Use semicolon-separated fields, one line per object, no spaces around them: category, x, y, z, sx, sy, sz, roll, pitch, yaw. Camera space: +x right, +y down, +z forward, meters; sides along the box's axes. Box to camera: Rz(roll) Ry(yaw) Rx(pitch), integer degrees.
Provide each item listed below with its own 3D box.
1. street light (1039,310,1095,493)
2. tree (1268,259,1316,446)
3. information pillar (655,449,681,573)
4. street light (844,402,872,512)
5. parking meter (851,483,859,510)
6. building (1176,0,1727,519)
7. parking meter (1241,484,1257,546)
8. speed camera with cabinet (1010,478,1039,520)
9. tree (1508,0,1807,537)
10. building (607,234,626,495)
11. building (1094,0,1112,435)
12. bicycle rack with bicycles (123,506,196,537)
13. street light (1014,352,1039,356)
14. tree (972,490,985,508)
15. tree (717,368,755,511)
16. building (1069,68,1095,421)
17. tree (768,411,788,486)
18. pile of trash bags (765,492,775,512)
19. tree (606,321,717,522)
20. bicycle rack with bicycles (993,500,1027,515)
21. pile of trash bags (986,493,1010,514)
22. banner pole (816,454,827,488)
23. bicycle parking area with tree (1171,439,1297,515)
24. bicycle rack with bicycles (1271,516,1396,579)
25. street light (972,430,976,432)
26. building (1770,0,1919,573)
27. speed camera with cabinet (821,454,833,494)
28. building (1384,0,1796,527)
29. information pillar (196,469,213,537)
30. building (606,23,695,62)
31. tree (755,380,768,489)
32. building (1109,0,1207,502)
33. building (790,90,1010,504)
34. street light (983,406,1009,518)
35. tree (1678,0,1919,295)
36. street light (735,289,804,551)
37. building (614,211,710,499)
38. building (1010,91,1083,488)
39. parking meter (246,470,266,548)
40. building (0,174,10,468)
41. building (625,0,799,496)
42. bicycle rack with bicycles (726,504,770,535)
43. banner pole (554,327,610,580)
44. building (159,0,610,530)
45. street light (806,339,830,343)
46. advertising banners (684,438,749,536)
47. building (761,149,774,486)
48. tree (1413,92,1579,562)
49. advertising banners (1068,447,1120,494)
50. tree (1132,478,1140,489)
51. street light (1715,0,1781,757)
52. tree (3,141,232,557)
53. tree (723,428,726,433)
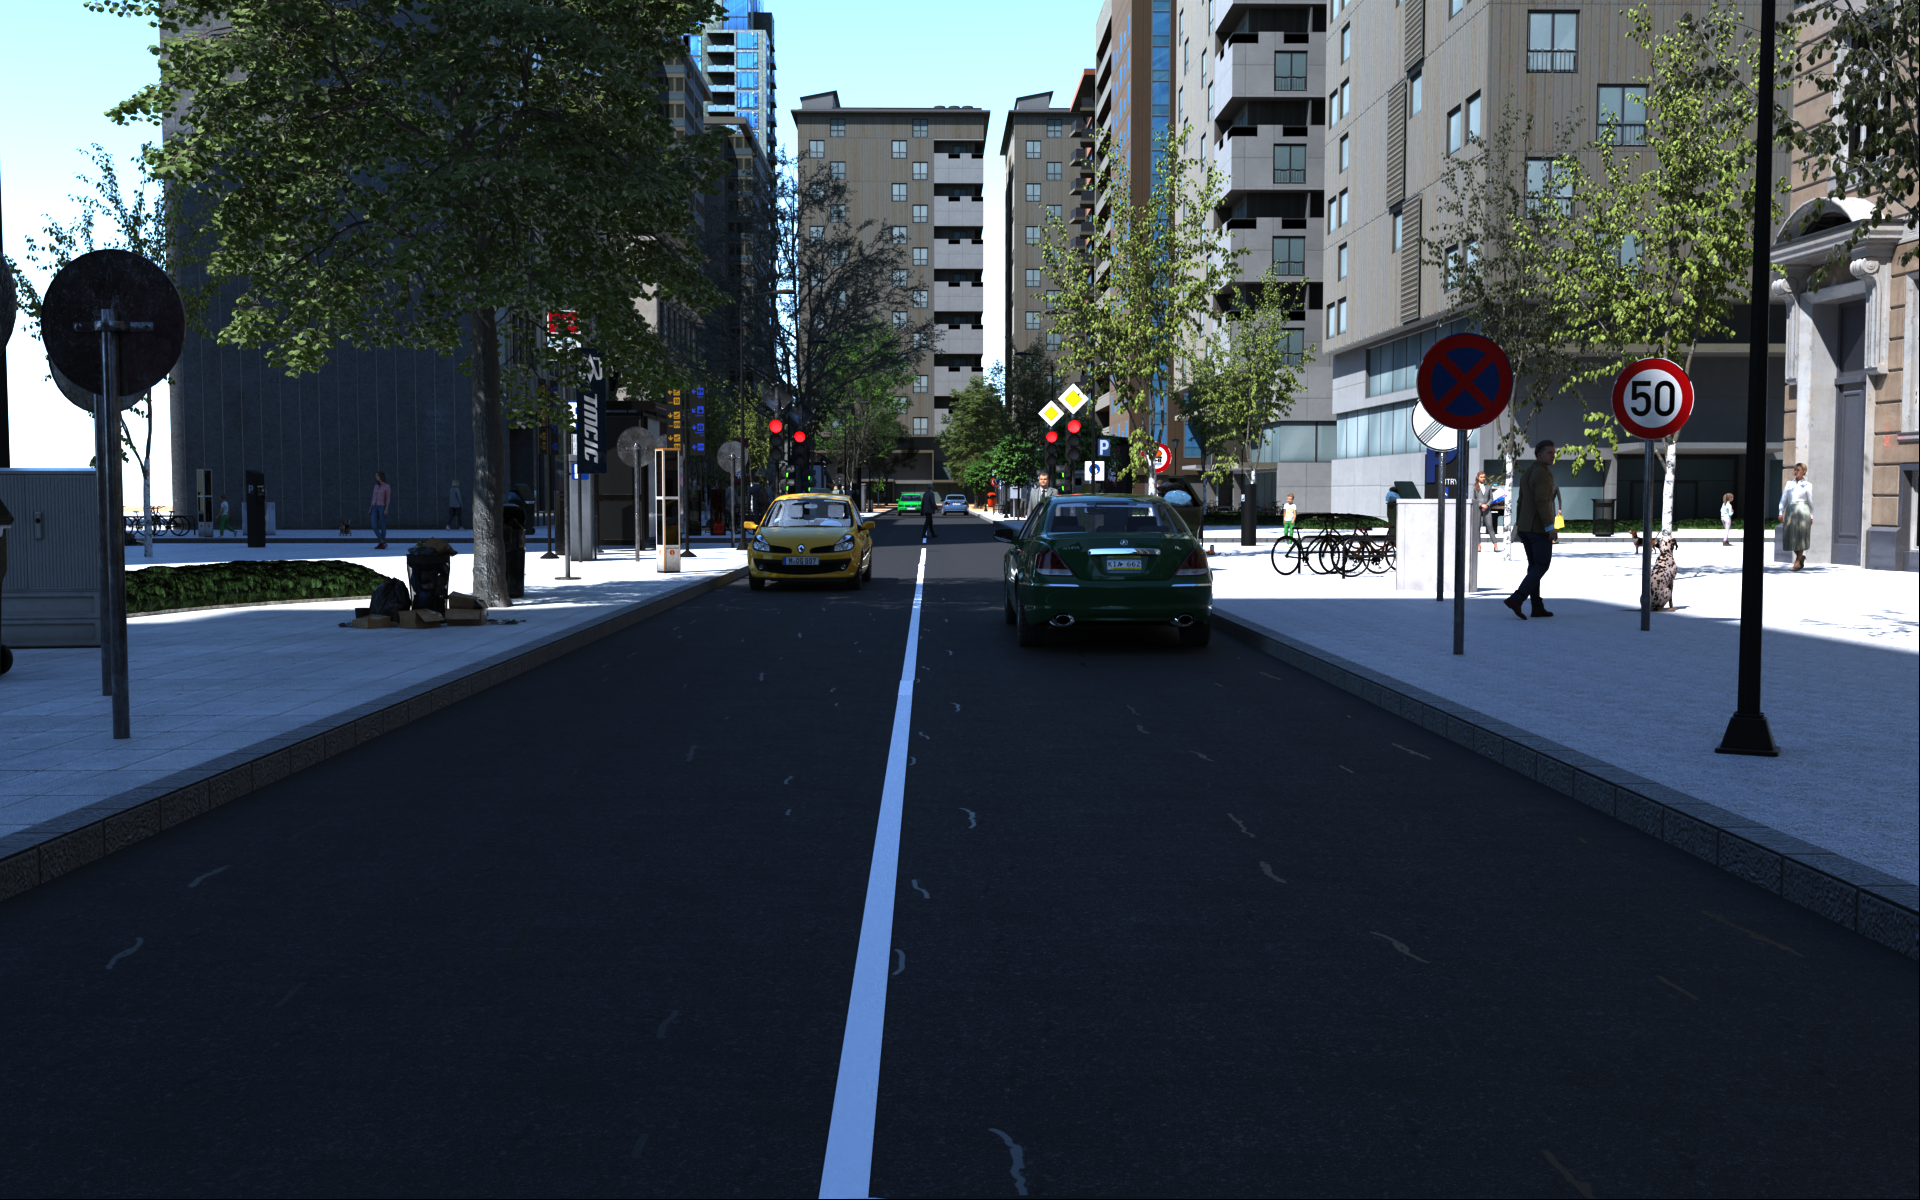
street light;2.829;-4.356;43.756;1.470;5.913;1.316;0;4;-1
tree;9.285;-6.399;54.987;4.737;8.622;4.395;0;3;0
information pillar;-4.742;-1.445;28.123;0.304;2.012;0.304;-2;4;-35
street light;-5.231;-7.011;87.163;1.470;5.913;1.316;0;4;-1
parking meter;-5.418;-5.139;89.740;0.255;1.863;0.399;-3;5;-40
building;29.249;-32.031;112.944;28.713;52.752;27.495;0;4;-1
parking meter;7.143;-2.105;42.832;0.372;1.533;0.369;0;3;0
speed camera with cabinet;3.515;-5.658;86.843;2.038;3.252;0.660;2;4;35
tree;10.485;-4.610;25.731;4.737;8.622;4.395;0;3;0
building;-26.148;-13.616;90.080;16.820;18.784;16.811;0;4;-1
building;23.476;-32.337;152.419;21.300;48.544;21.600;0;4;-1
bicycle rack with bicycles;-24.801;-2.432;53.140;2.925;0.926;2.852;1;4;16
street light;2.477;-5.148;56.703;1.470;5.913;1.316;0;4;-1
tree;1.558;-9.935;157.040;1.663;3.219;1.824;0;3;0
tree;-12.706;-7.943;80.238;4.737;8.622;4.395;0;3;0
building;22.693;-31.993;177.711;22.147;44.769;28.867;0;4;-1
tree;-13.004;-9.762;109.970;4.737;8.622;4.395;0;3;0
pile of trash bags;-7.268;-4.171;77.948;3.447;1.369;1.912;-2;4;-34
tree;-13.465;-7.578;74.256;4.737;8.622;4.395;0;3;0
bicycle rack with bicycles;3.479;-5.646;105.699;2.852;0.926;2.925;3;5;40
pile of trash bags;3.314;-6.128;109.945;3.447;1.369;1.912;-1;4;-22
banner pole;-8.782;-7.271;108.890;0.863;3.779;0.401;0;4;-2
bicycle parking area with tree;13.358;-6.433;92.186;8.231;4.147;9.016;-2;4;-26
bicycle rack with bicycles;6.319;-0.852;27.313;2.925;0.926;2.852;-1;4;-10
street light;1.346;-9.417;126.507;1.470;5.913;1.316;0;4;-1
building;21.807;-14.462;22.351;13.634;28.700;20.117;0;4;-1
speed camera with cabinet;-6.922;-5.663;86.932;0.660;3.252;2.038;1;4;10
building;32.339;-29.859;77.437;27.495;52.752;28.713;0;4;-1
information pillar;-22.351;-2.861;51.275;0.304;2.012;0.304;2;4;28
building;-33.421;-27.290;138.080;32.217;40.220;23.993;0;4;-1
tree;-12.736;-8.302;86.093;4.737;8.622;4.395;0;3;0
building;19.318;-29.631;134.577;14.600;45.320;14.200;0;4;-1
building;-7.948;-39.499;235.040;27.495;52.752;28.713;0;4;-1
street light;1.916;-7.292;91.766;1.470;5.913;1.316;0;4;-1
tree;7.756;-3.838;13.108;4.360;8.622;3.978;0;3;0
street light;-4.402;-4.086;39.353;1.470;5.913;1.316;0;4;-1
building;-23.499;-17.027;114.543;11.583;22.565;21.152;0;4;-1
building;19.636;-39.516;235.319;27.495;52.752;28.713;0;4;-1
parking meter;-16.940;-2.200;41.675;0.399;1.863;0.255;2;4;28
building;-48.594;-14.549;67.556;15.834;23.373;12.332;0;4;-1
building;-37.419;-56.140;230.557;31.000;86.520;22.319;0;4;-1
bicycle rack with bicycles;-6.591;-2.565;55.325;2.925;0.926;2.852;-3;5;-41
banner pole;-5.693;-2.203;26.039;0.863;3.779;0.401;-2;4;-29
building;-22.457;-15.505;71.524;12.078;24.808;19.932;0;4;-1
street light;-4.609;-4.869;52.143;1.470;5.913;1.316;0;4;-1
advertising banners;-7.521;-3.510;53.572;2.074;3.025;0.090;-1;4;-21
building;-31.358;-29.516;174.463;23.993;40.220;32.217;0;4;-1
tree;10.669;-5.039;32.756;4.360;8.622;3.978;0;3;0
advertising banners;4.966;-4.206;64.954;2.074;3.025;0.090;0;4;1
tree;10.345;-7.060;110.030;1.663;3.219;1.824;0;3;0
street light;3.384;-2.196;8.445;1.470;5.913;1.316;0;4;-1
tree;-16.905;-5.194;35.292;4.737;8.622;4.395;0;3;0
tree;-14.998;-10.636;124.266;4.360;8.622;3.978;0;3;0
